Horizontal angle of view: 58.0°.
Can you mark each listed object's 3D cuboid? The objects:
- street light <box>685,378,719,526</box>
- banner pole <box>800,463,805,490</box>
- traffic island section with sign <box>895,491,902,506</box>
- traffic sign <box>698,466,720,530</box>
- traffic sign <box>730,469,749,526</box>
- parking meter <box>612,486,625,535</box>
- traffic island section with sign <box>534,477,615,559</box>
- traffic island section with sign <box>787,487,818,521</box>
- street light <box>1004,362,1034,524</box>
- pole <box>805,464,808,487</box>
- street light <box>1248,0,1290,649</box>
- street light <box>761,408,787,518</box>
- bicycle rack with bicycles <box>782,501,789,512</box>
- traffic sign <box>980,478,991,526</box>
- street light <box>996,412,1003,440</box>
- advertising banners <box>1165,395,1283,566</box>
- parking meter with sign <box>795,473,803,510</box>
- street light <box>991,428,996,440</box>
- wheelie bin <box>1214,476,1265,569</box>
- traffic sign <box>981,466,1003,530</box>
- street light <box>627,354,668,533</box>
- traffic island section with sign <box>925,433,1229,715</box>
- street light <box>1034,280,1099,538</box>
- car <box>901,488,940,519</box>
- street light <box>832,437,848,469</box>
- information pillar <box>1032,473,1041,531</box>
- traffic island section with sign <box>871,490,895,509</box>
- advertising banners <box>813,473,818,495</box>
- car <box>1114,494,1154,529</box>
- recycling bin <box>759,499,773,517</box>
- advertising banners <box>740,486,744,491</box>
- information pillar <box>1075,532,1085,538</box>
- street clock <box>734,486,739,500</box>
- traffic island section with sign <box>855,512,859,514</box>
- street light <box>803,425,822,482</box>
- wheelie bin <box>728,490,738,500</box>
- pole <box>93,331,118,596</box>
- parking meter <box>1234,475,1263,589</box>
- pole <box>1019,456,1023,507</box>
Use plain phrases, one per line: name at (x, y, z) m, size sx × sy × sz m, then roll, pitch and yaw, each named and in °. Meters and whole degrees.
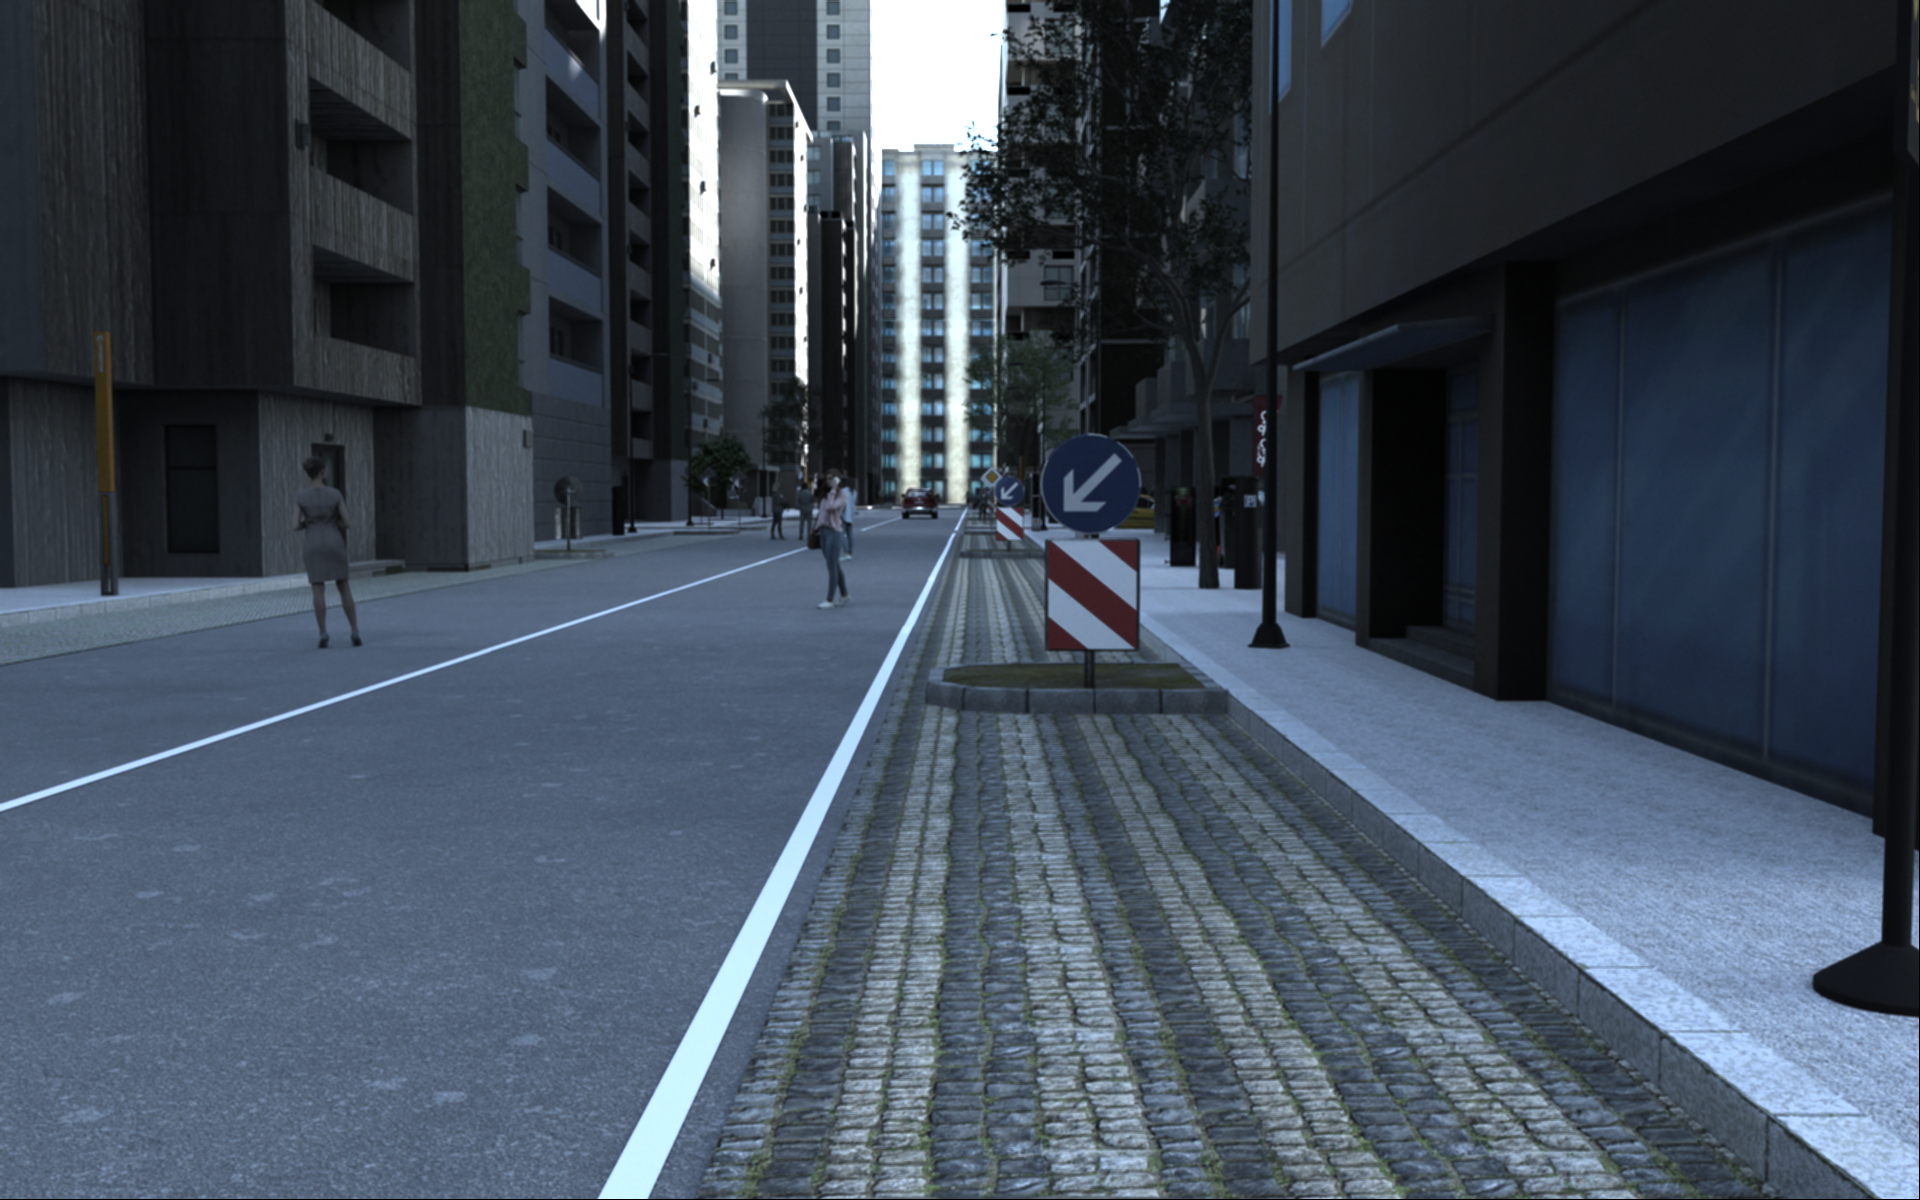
street light at (-10.346, -5.937, 69.616) m, size 1.470 × 5.913 × 1.316 m, roll 0°, pitch 4°, yaw 0°
banner pole at (-12.619, -9.152, 139.645) m, size 0.863 × 3.779 × 0.401 m, roll 0°, pitch 4°, yaw 3°
traffic island section with sign at (-7.501, -11.662, 199.304) m, size 1.989 × 1.847 × 2.006 m, roll 0°, pitch 4°, yaw 0°
traffic sign at (-8.912, -3.539, 61.499) m, size 0.795 × 2.450 × 0.064 m, roll 0°, pitch 4°, yaw 0°
traffic sign at (-8.848, -4.027, 69.484) m, size 0.795 × 2.450 × 0.064 m, roll 0°, pitch 4°, yaw 0°
parking meter at (-10.649, -2.785, 53.953) m, size 0.372 × 1.533 × 0.369 m, roll 0°, pitch 3°, yaw 0°
traffic island section with sign at (-8.795, -1.834, 38.606) m, size 1.989 × 1.847 × 2.006 m, roll 0°, pitch 4°, yaw 0°
traffic island section with sign at (-8.346, -5.230, 94.146) m, size 1.989 × 1.847 × 2.006 m, roll 0°, pitch 4°, yaw 0°
street light at (2.402, -5.408, 60.957) m, size 1.470 × 5.913 × 1.316 m, roll 0°, pitch 4°, yaw 0°
pole at (-10.413, -7.568, 117.582) m, size 0.158 × 3.312 × 0.155 m, roll 0°, pitch 3°, yaw 0°
street light at (2.054, -2.559, 14.382) m, size 1.470 × 5.913 × 1.316 m, roll 0°, pitch 4°, yaw 0°
street light at (-10.032, -7.393, 93.411) m, size 1.470 × 5.913 × 1.316 m, roll 0°, pitch 4°, yaw 0°
bicycle rack with bicycles at (-13.567, -6.905, 126.279) m, size 2.852 × 0.926 × 2.925 m, roll 3°, pitch 5°, yaw 41°
traffic sign at (1.195, -4.021, 69.383) m, size 0.795 × 2.450 × 0.064 m, roll 0°, pitch 4°, yaw 0°
street light at (2.935, -7.667, 97.904) m, size 1.470 × 5.913 × 1.316 m, roll 0°, pitch 4°, yaw 0°
advertising banners at (4.675, -2.109, 30.671) m, size 2.074 × 3.025 × 0.090 m, roll 0°, pitch 4°, yaw -3°
parking meter with sign at (-13.054, -8.855, 141.046) m, size 0.543 × 3.016 × 1.738 m, roll 0°, pitch 4°, yaw 5°
street light at (3.082, -9.092, 121.192) m, size 1.470 × 5.913 × 1.316 m, roll 0°, pitch 4°, yaw 0°
wheelie bin at (4.843, -1.341, 29.836) m, size 0.980 × 1.594 × 0.693 m, roll 0°, pitch 4°, yaw -1°
traffic sign at (1.131, -3.532, 61.398) m, size 0.795 × 2.450 × 0.064 m, roll 0°, pitch 4°, yaw 0°
street light at (-10.374, -5.196, 57.500) m, size 1.470 × 5.913 × 1.316 m, roll 0°, pitch 4°, yaw 0°
traffic island section with sign at (0.761, -0.215, 12.151) m, size 1.989 × 1.847 × 2.006 m, roll 0°, pitch 4°, yaw 0°
street light at (2.435, -3.983, 37.668) m, size 1.470 × 5.913 × 1.316 m, roll 0°, pitch 4°, yaw 0°
car at (-2.343, -5.712, 102.069) m, size 2.281 × 1.827 × 5.304 m, roll 0°, pitch 4°, yaw 0°
street light at (-9.731, -10.241, 139.987) m, size 1.470 × 5.913 × 1.316 m, roll 0°, pitch 4°, yaw 0°
information pillar at (2.644, -3.391, 59.942) m, size 0.304 × 2.012 × 0.304 m, roll 0°, pitch 4°, yaw 8°
traffic island section with sign at (-7.732, -9.953, 171.362) m, size 1.989 × 1.847 × 2.006 m, roll 0°, pitch 4°, yaw 0°
advertising banners at (-12.457, -8.951, 142.540) m, size 2.074 × 3.025 × 0.090 m, roll 2°, pitch 4°, yaw 34°
car at (6.903, -3.350, 65.004) m, size 3.980 × 1.641 × 2.015 m, roll 0°, pitch 4°, yaw 2°
recycling bin at (-10.848, -5.199, 97.553) m, size 0.722 × 1.027 × 0.722 m, roll 1°, pitch 4°, yaw 21°
advertising banners at (-16.161, -8.383, 133.250) m, size 2.074 × 3.025 × 0.090 m, roll -2°, pitch 4°, yaw -32°
information pillar at (3.127, -2.403, 43.776) m, size 0.304 × 2.012 × 0.304 m, roll 3°, pitch 5°, yaw 44°
street clock at (-16.515, -7.548, 127.972) m, size 0.358 × 2.002 × 0.471 m, roll 1°, pitch 4°, yaw 11°
traffic island section with sign at (-8.134, -6.914, 121.667) m, size 1.989 × 1.847 × 2.006 m, roll 0°, pitch 4°, yaw 0°
street light at (-9.997, -8.817, 116.700) m, size 1.470 × 5.913 × 1.316 m, roll 0°, pitch 4°, yaw 0°
wheelie bin at (-16.136, -6.998, 122.328) m, size 0.980 × 1.594 × 0.693 m, roll -1°, pitch 4°, yaw -9°
pole at (-10.763, -1.711, 21.823) m, size 0.158 × 3.312 × 0.155 m, roll 0°, pitch 3°, yaw 0°
parking meter at (3.907, -0.919, 23.436) m, size 0.372 × 1.533 × 0.369 m, roll 0°, pitch 3°, yaw 0°
pole at (3.256, -6.021, 92.288) m, size 0.158 × 3.312 × 0.155 m, roll 0°, pitch 3°, yaw 0°
